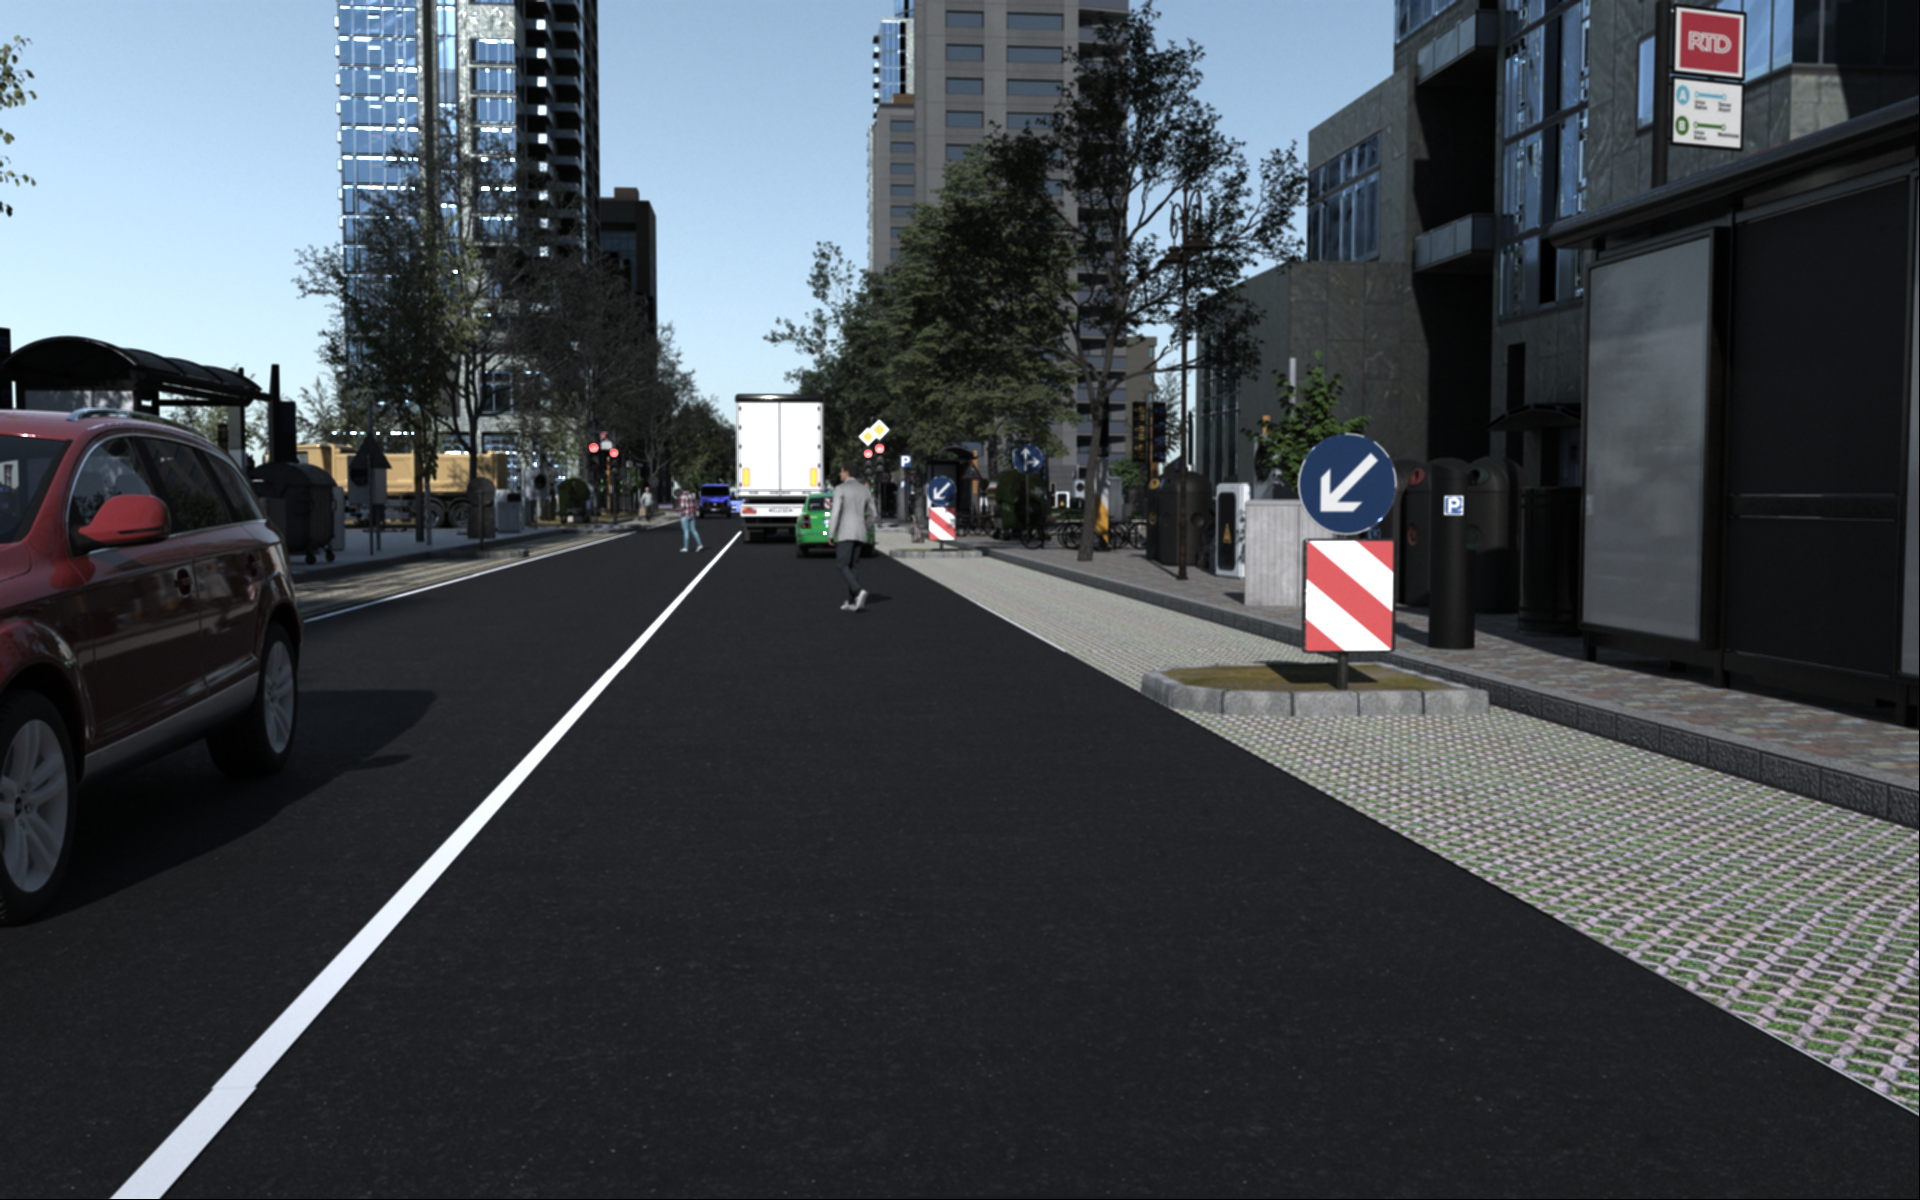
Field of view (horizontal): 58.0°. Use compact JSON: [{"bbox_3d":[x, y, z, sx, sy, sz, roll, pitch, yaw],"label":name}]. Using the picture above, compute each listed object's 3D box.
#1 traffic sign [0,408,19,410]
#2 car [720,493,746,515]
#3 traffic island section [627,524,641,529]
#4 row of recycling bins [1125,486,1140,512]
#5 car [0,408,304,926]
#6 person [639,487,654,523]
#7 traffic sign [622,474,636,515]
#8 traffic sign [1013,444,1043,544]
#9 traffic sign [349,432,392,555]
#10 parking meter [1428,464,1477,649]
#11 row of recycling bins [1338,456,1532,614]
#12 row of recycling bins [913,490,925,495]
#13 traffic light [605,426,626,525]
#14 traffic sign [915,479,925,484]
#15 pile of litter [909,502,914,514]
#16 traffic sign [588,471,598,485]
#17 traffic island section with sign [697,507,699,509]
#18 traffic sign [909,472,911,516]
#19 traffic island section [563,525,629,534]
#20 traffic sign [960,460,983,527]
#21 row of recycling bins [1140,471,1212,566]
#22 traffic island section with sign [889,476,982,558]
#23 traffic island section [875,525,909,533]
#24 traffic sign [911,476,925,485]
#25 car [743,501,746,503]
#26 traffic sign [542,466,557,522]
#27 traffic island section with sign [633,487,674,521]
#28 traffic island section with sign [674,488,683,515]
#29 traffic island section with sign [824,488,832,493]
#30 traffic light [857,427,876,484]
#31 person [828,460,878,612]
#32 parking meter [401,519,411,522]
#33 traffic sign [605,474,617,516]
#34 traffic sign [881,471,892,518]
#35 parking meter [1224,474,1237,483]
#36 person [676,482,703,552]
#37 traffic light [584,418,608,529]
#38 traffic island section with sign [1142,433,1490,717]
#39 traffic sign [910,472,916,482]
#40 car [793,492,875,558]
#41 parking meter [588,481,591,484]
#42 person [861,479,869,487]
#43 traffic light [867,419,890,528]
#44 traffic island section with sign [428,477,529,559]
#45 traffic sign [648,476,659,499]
[{"bbox_3d":[-11.498,-1.133,20.648,0.606,2.300,0.079,0,4,-6],"label":"traffic sign"},{"bbox_3d":[-16.048,-6.864,121.820,1.945,1.707,3.694,0,4,-8],"label":"car"},{"bbox_3d":[-14.338,-3.039,71.966,2.009,0.180,2.903,0,4,-6],"label":"traffic island section"},{"bbox_3d":[8.948,-5.001,88.878,1.069,1.692,3.534,0,4,6],"label":"row of recycling bins"},{"bbox_3d":[-4.305,0.084,7.301,2.281,1.827,5.304,0,4,-7],"label":"car"},{"bbox_3d":[-15.514,-4.682,85.542,0.515,1.767,0.782,3,5,42],"label":"person"},{"bbox_3d":[-20.261,-6.492,106.148,0.884,2.594,0.081,0,4,-5],"label":"traffic sign"},{"bbox_3d":[1.749,-2.718,44.550,0.768,2.556,0.104,0,4,3],"label":"traffic sign"},{"bbox_3d":[-12.341,-2.218,36.260,0.884,2.594,0.081,0,4,-3],"label":"traffic sign"},{"bbox_3d":[4.107,-0.368,14.431,0.372,1.533,0.369,0,3,0],"label":"parking meter"},{"bbox_3d":[5.352,-0.800,20.196,1.069,1.692,3.534,-1,4,-21],"label":"row of recycling bins"},{"bbox_3d":[-2.356,-8.618,148.010,3.534,1.692,1.069,0,4,-1],"label":"row of recycling bins"},{"bbox_3d":[-14.297,-5.071,71.835,0.839,4.253,0.868,0,4,-6],"label":"traffic light"},{"bbox_3d":[-2.160,-5.951,97.397,0.768,2.556,0.104,0,4,-1],"label":"traffic sign"},{"bbox_3d":[-2.958,-5.969,111.550,1.176,0.858,1.719,0,4,1],"label":"pile of litter"},{"bbox_3d":[-20.005,-5.798,94.909,0.768,2.556,0.104,0,4,0],"label":"traffic sign"},{"bbox_3d":[-24.982,-9.959,171.461,1.989,1.847,2.006,0,4,-6],"label":"traffic island section with sign"},{"bbox_3d":[-2.912,-6.215,101.617,0.884,2.594,0.081,0,4,-2],"label":"traffic sign"},{"bbox_3d":[-13.490,-2.553,64.026,2.009,0.180,2.903,0,4,-6],"label":"traffic island section"},{"bbox_3d":[0.424,-4.011,65.579,0.884,2.594,0.081,0,4,3],"label":"traffic sign"},{"bbox_3d":[4.117,-1.545,32.378,1.069,1.692,3.534,0,4,0],"label":"row of recycling bins"},{"bbox_3d":[-0.592,-1.880,39.369,1.989,1.847,2.006,0,4,-6],"label":"traffic island section with sign"},{"bbox_3d":[-3.007,-2.621,65.137,2.009,0.180,2.903,0,4,-6],"label":"traffic island section"},{"bbox_3d":[-2.439,-6.096,99.669,0.884,2.594,0.081,0,4,-1],"label":"traffic sign"},{"bbox_3d":[-22.398,-10.465,183.681,1.945,1.354,3.894,0,4,-4],"label":"car"},{"bbox_3d":[-18.852,-4.852,79.437,0.768,2.556,0.104,0,4,2],"label":"traffic sign"},{"bbox_3d":[-16.707,-5.219,93.965,1.989,1.847,2.006,0,4,-6],"label":"traffic island section with sign"},{"bbox_3d":[-19.589,-6.875,121.026,1.989,1.847,2.006,0,4,-6],"label":"traffic island section with sign"},{"bbox_3d":[-9.469,-6.958,122.387,1.989,1.847,2.006,0,4,-6],"label":"traffic island section with sign"},{"bbox_3d":[-3.896,-5.140,72.958,0.839,4.253,0.868,0,4,-6],"label":"traffic light"},{"bbox_3d":[-1.282,-0.785,21.180,0.661,1.843,0.795,-3,4,-38],"label":"person"},{"bbox_3d":[-25.121,-4.451,78.483,0.399,1.863,0.255,-3,5,-44],"label":"parking meter"},{"bbox_3d":[-20.091,-6.102,99.866,0.768,2.556,0.104,0,4,2],"label":"traffic sign"},{"bbox_3d":[-4.012,-5.646,92.414,0.768,2.556,0.104,0,4,2],"label":"traffic sign"},{"bbox_3d":[7.914,-2.759,50.826,0.399,1.863,0.255,0,4,5],"label":"parking meter"},{"bbox_3d":[-6.762,-2.070,43.174,0.643,1.720,0.563,3,4,37],"label":"person"},{"bbox_3d":[-13.449,-4.586,63.895,0.839,4.253,0.868,0,4,-6],"label":"traffic light"},{"bbox_3d":[2.333,-0.208,12.025,1.989,1.847,2.006,0,4,-6],"label":"traffic island section with sign"},{"bbox_3d":[-2.530,-6.132,100.357,0.768,2.556,0.104,0,4,-1],"label":"traffic sign"},{"bbox_3d":[-2.917,-1.930,40.356,1.959,1.807,4.718,0,4,-5],"label":"car"},{"bbox_3d":[-17.019,-4.470,78.803,0.399,1.863,0.255,1,4,13],"label":"parking meter"},{"bbox_3d":[-2.704,-2.370,47.345,0.679,1.850,0.850,-3,5,-43],"label":"person"},{"bbox_3d":[-3.048,-4.654,65.018,0.839,4.253,0.868,0,4,-6],"label":"traffic light"},{"bbox_3d":[-10.839,-1.867,39.158,1.989,1.847,2.006,0,4,-6],"label":"traffic island section with sign"},{"bbox_3d":[-21.640,-7.479,122.394,0.768,2.556,0.104,0,4,2],"label":"traffic sign"}]
